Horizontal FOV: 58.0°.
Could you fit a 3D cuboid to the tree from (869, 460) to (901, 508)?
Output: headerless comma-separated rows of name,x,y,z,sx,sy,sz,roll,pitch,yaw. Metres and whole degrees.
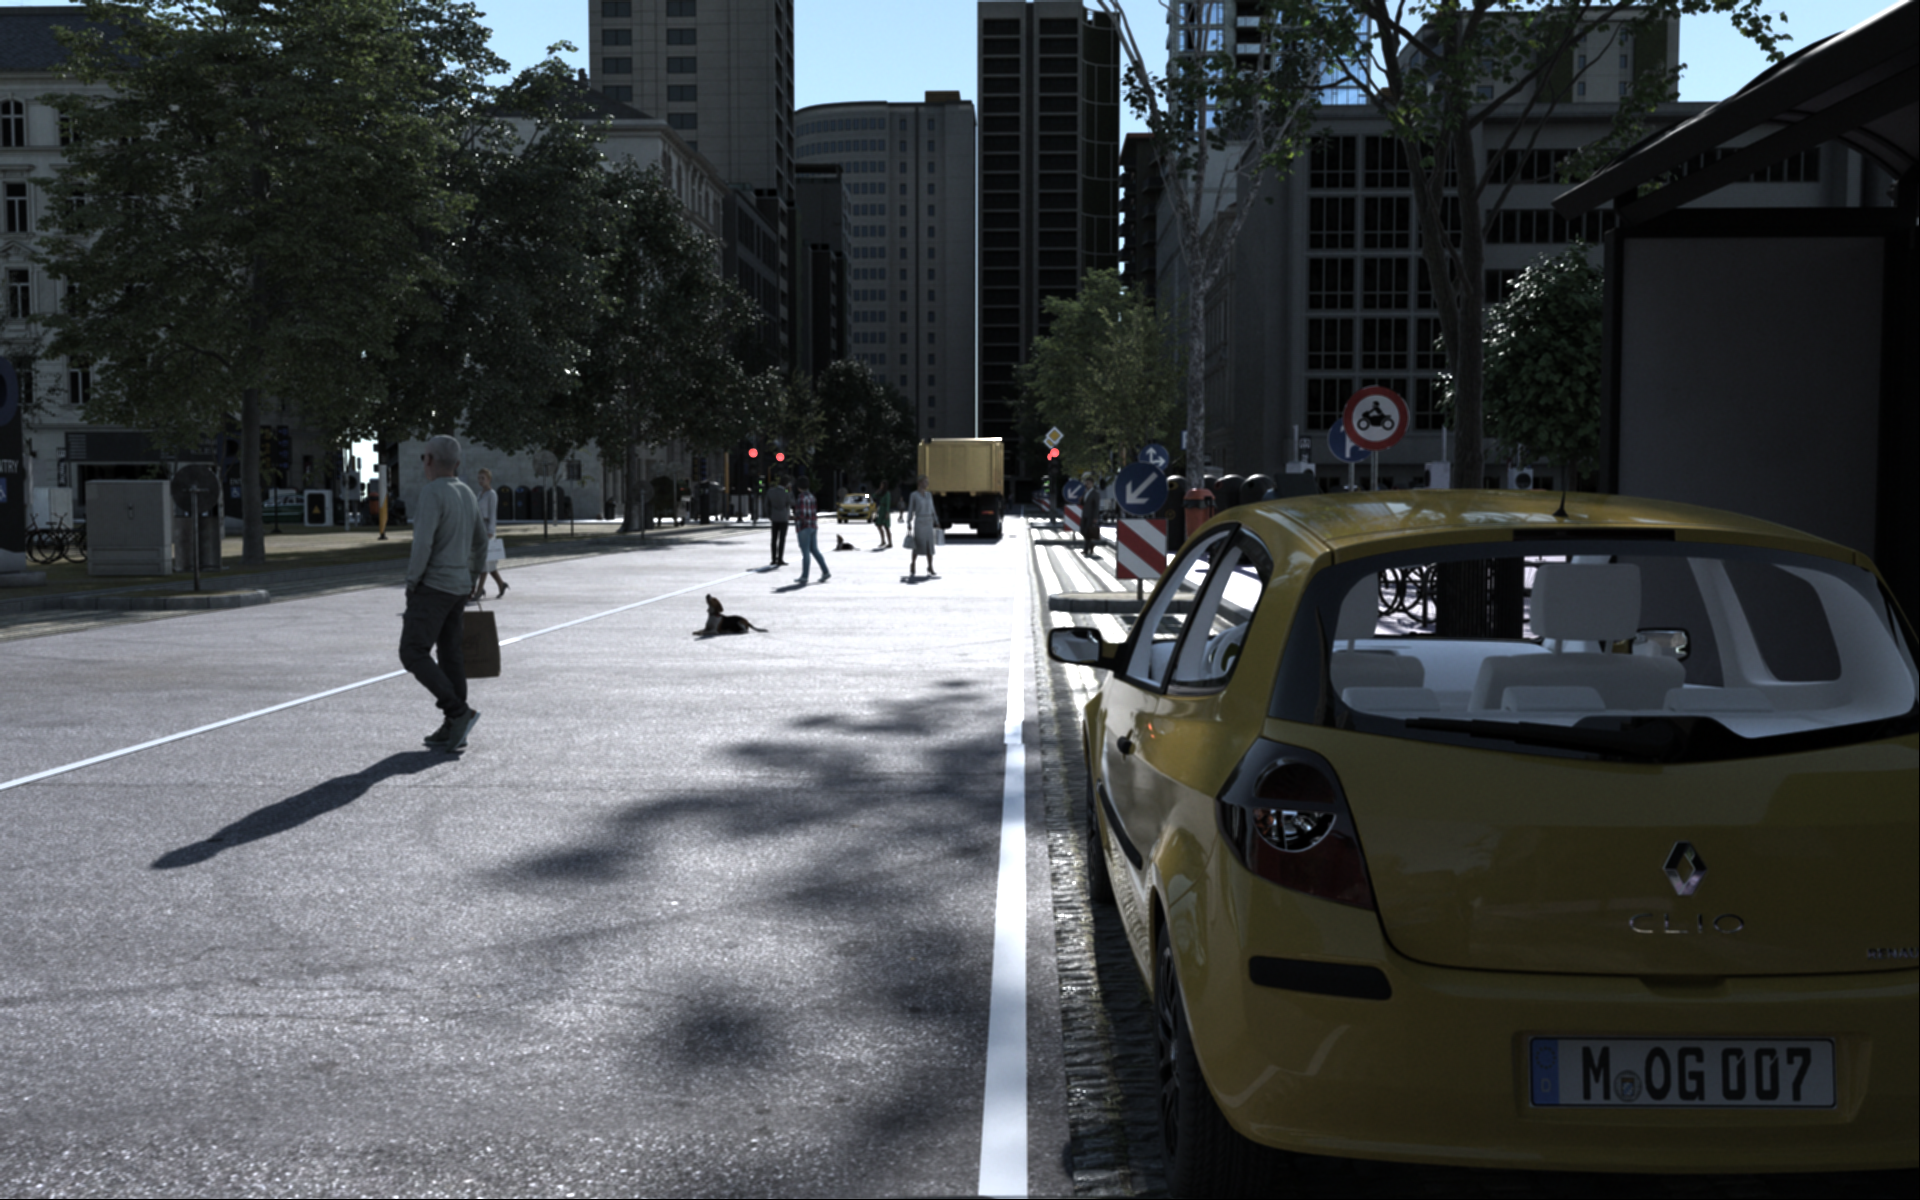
tree,-7.163,-11.024,163.957,4.285,4.588,4.351,0,3,0

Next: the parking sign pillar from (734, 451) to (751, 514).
parking sign pillar,-13.913,-7.439,110.106,1.447,3.967,1.447,-2,4,-30

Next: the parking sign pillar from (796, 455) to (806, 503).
parking sign pillar,-10.657,-7.896,117.564,1.447,3.967,1.447,1,4,20

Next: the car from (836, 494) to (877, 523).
car,-5.121,-4.657,86.360,2.015,1.641,3.980,0,4,3

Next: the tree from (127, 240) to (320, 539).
tree,-20.837,-6.019,48.768,4.737,8.622,4.395,0,3,0

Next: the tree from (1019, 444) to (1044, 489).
tree,12.521,-18.943,226.729,9.611,12.733,9.660,0,3,0

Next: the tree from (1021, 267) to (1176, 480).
tree,6.901,-10.301,86.547,7.486,12.596,7.792,0,3,0

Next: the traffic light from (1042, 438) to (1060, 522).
traffic light,4.172,-5.539,79.490,0.839,4.253,0.868,0,4,2

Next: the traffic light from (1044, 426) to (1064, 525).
traffic light,3.882,-5.051,71.510,0.839,4.253,0.868,0,4,2

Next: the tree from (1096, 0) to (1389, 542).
tree,6.227,-10.950,34.929,12.611,20.169,13.585,0,3,0

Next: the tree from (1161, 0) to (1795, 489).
tree,4.260,-5.448,14.828,9.928,11.665,9.643,0,3,0

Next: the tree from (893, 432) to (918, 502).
tree,-6.353,-14.585,188.828,4.360,8.622,3.978,0,3,0

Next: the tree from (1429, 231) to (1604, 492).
tree,7.747,-2.321,21.661,4.285,4.588,4.351,0,3,0

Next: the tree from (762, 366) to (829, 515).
tree,-9.813,-9.188,100.585,4.360,8.622,3.978,0,3,0

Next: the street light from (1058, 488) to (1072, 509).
street light,6.954,-8.791,116.276,1.470,5.913,1.316,0,4,2

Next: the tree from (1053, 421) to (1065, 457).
tree,8.111,-9.728,109.420,4.360,8.622,3.978,0,3,0

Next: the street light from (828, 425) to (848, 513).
street light,-8.278,-8.850,117.233,1.470,5.913,1.316,0,4,2

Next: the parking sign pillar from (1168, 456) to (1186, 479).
parking sign pillar,13.424,-7.199,106.174,1.447,3.967,1.447,-2,4,-26

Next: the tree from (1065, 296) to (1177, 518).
tree,6.170,-7.030,65.301,4.360,8.622,3.978,0,3,0

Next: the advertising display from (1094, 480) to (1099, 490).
advertising display,6.412,-4.692,81.936,0.123,1.923,0.974,-2,4,-30

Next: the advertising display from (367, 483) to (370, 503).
advertising display,-33.761,-5.763,99.435,0.123,1.923,0.974,0,4,6

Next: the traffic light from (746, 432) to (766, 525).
traffic light,-8.522,-5.078,71.942,0.839,4.253,0.868,0,4,2

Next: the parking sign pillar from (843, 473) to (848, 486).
parking sign pillar,-9.709,-9.846,149.460,1.447,3.967,1.447,1,4,11

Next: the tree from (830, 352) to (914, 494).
tree,-8.915,-13.664,140.417,9.611,12.733,9.660,0,3,0

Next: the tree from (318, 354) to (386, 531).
tree,-21.513,-6.707,60.024,4.737,8.622,4.395,0,3,0

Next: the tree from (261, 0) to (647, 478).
tree,-12.507,-8.274,41.941,9.857,13.997,8.962,0,3,0

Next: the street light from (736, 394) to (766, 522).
street light,-9.632,-6.564,79.864,1.470,5.913,1.316,0,4,2

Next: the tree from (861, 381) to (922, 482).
tree,-7.209,-15.685,174.571,7.486,12.596,7.792,0,3,0

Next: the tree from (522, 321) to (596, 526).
tree,-16.230,-7.267,69.170,4.360,8.622,3.978,0,3,0

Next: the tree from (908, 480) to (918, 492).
tree,-5.850,-14.389,229.858,1.663,3.219,1.824,0,3,0

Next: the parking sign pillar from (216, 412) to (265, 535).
parking sign pillar,-22.660,-4.034,54.427,1.447,3.967,1.447,1,4,12

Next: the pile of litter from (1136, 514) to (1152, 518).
pile of litter,9.341,-4.737,91.408,1.719,0.858,1.176,0,4,4

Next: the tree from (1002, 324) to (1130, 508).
tree,8.144,-13.244,123.189,9.857,13.997,8.962,0,3,0

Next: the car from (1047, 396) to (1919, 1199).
car,1.273,0.326,4.896,2.015,1.641,3.980,0,4,1

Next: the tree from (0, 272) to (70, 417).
tree,-31.240,-6.440,55.649,4.360,8.622,3.978,0,3,0

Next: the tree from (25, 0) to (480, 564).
tree,-12.598,-6.941,31.610,7.486,12.596,7.792,0,3,0

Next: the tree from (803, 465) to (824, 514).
tree,-9.820,-7.319,114.271,1.663,3.219,1.824,0,3,0

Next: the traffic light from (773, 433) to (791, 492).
traffic light,-8.232,-5.566,79.922,0.839,4.253,0.868,0,4,2

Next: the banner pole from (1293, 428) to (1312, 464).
banner pole,12.743,-4.577,64.844,0.863,3.779,0.401,1,4,10

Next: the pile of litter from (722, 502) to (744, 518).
pile of litter,-12.250,-4.904,94.149,1.176,0.858,1.719,3,4,37

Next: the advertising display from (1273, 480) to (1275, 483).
advertising display,14.824,-4.656,81.343,0.974,1.923,0.123,0,4,1

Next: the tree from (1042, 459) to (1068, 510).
tree,9.047,-9.814,144.166,4.285,4.588,4.351,0,3,0

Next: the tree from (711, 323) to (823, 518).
tree,-10.790,-9.671,92.534,7.601,10.594,8.767,0,4,-1

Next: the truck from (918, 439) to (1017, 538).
truck,0.164,-3.891,59.537,3.469,3.379,9.791,0,4,3

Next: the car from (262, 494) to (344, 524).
car,-29.620,-3.944,76.280,4.920,1.459,2.131,0,4,2

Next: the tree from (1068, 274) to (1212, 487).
tree,6.027,-6.562,57.653,4.737,8.622,4.395,0,3,0

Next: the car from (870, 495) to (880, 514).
car,-6.565,-6.774,123.335,1.945,1.354,3.894,0,4,4

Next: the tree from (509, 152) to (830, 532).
tree,-11.114,-8.664,58.668,9.611,12.733,9.660,0,3,0

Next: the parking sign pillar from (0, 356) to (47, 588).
parking sign pillar,-13.513,-2.171,23.961,1.447,3.967,1.447,0,4,-1
